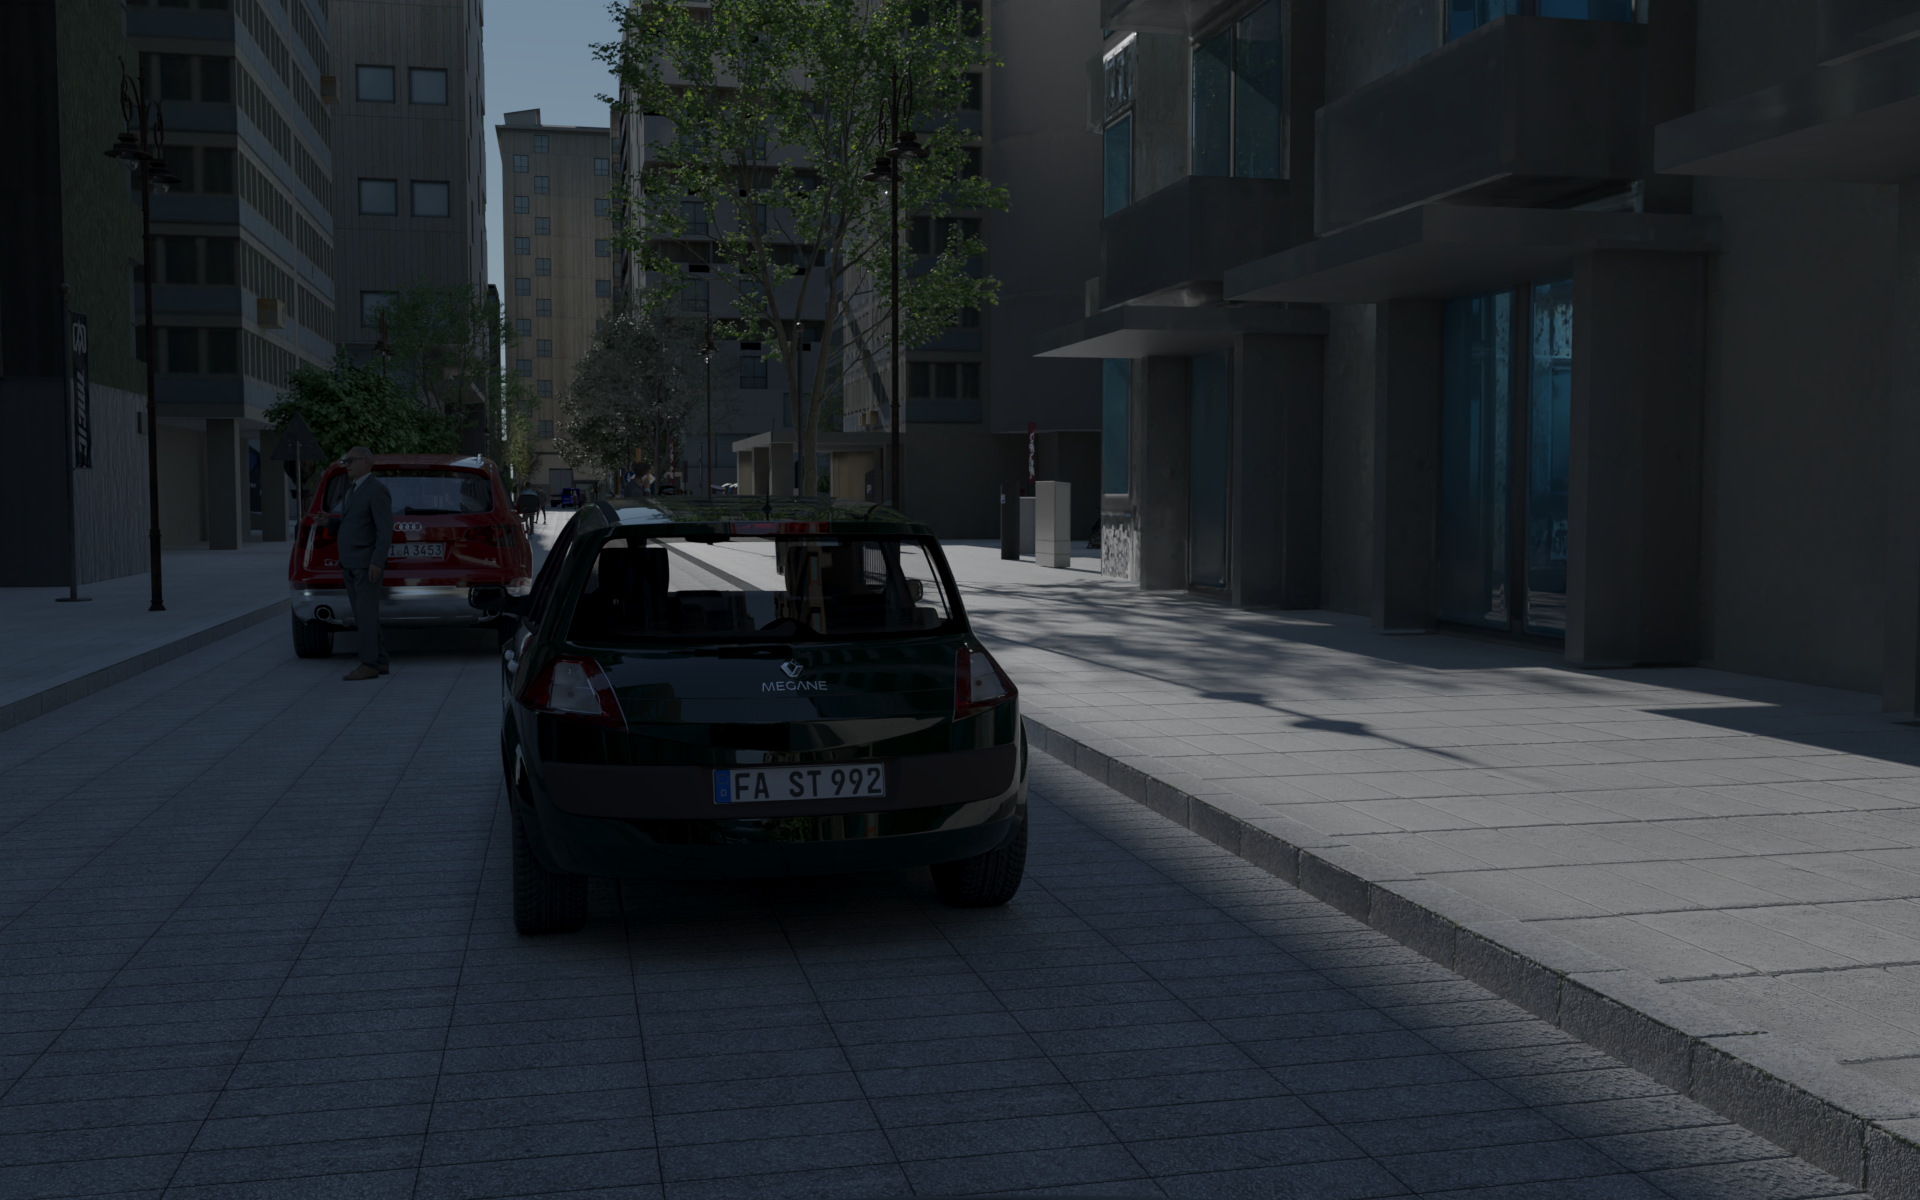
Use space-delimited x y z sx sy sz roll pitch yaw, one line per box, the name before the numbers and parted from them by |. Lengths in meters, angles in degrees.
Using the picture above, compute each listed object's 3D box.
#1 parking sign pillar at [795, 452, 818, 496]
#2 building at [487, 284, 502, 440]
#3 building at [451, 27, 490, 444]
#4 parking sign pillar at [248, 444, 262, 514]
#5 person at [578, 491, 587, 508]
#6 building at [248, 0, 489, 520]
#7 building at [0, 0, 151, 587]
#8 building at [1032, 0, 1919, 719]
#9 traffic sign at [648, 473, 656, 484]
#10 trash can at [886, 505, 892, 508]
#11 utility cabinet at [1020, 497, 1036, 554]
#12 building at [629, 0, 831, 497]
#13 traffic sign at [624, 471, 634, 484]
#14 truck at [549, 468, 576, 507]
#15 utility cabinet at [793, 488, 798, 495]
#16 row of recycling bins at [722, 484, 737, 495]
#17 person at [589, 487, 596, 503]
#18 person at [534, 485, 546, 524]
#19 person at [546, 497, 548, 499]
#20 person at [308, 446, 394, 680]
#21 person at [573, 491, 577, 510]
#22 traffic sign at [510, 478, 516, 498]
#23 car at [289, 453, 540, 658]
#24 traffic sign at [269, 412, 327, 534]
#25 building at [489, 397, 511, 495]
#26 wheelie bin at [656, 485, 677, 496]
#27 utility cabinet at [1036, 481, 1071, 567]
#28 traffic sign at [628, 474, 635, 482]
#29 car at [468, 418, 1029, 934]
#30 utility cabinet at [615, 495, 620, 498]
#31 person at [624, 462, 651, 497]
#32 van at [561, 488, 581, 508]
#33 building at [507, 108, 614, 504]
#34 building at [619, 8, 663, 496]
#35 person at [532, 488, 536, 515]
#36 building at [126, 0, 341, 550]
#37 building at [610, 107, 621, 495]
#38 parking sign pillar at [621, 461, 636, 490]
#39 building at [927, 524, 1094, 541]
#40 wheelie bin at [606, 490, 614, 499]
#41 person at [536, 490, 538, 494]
parking sign pillar | -8.839 -6.796 99.586 1.447 3.967 1.447 0 4 -1
building | -69.928 -28.426 236.464 14.107 30.474 14.160 -1 4 -13
building | -41.268 -26.890 123.240 14.154 41.232 14.086 -1 4 -13
parking sign pillar | -32.963 -5.611 80.209 1.447 3.967 1.447 1 4 9
person | -34.926 -9.247 160.235 0.990 1.755 0.434 2 4 25
building | -40.057 -30.853 93.688 28.713 52.752 27.495 -1 4 -13
building | -18.649 -15.153 19.448 14.160 30.474 14.107 -1 4 -13
building | 14.336 -24.200 15.273 23.786 49.044 30.456 -1 4 -13
traffic sign | -12.479 -3.985 68.796 0.795 2.450 0.064 -1 4 -13
trash can | -1.194 -0.661 22.469 0.748 1.137 0.748 0 3 0
utility cabinet | 1.438 -1.586 37.100 1.020 1.237 0.306 -1 4 -13
building | -11.500 -33.373 134.880 28.713 52.752 27.495 -1 4 -13
traffic sign | -18.330 -5.891 96.419 0.768 2.556 0.104 0 4 -6
truck | -44.207 -12.449 192.459 2.839 4.237 11.283 -1 4 -11
utility cabinet | -6.710 -3.625 67.949 1.173 1.500 0.318 -1 4 -17
row of recycling bins | -8.654 -3.737 68.216 1.069 1.692 3.534 -2 4 -24
person | -25.903 -6.999 122.299 0.648 1.900 0.474 2 4 27
person | -20.175 -4.580 83.166 0.755 1.850 0.659 2 4 34
person | -39.832 -9.554 164.705 1.348 1.824 0.705 0 4 4
person | -4.724 -0.295 13.507 0.661 1.801 0.590 3 5 43
person | -34.879 -9.059 157.337 0.721 1.736 1.217 -1 4 -12
traffic sign | -35.458 -8.362 136.822 0.768 2.556 0.104 -1 4 -10
car | -5.237 -0.500 16.845 2.281 1.827 5.304 -1 4 -15
traffic sign | -10.455 -1.674 27.376 0.884 2.594 0.081 0 4 -5
building | -69.825 -54.508 203.884 31.000 86.520 22.319 -1 4 -13
wheelie bin | -9.813 -3.087 58.380 0.980 1.594 0.693 -2 4 -27
utility cabinet | 1.638 -1.327 30.372 0.318 1.500 1.173 -1 4 -13
traffic sign | -14.260 -4.461 76.581 0.795 2.450 0.064 -1 4 -13
car | -1.004 0.160 7.178 2.009 1.686 4.222 -1 4 -15
utility cabinet | -27.735 -7.854 139.568 1.020 1.237 0.306 -3 4 -39
person | -4.160 -0.871 22.555 0.447 1.846 0.655 -2 4 -25
van | -39.040 -10.377 174.041 2.240 2.365 5.245 -1 4 -11
building | -51.053 -40.202 246.541 27.495 52.752 28.713 -1 4 -13
building | -22.072 -33.405 169.876 21.300 48.544 21.600 -1 4 -13
person | -29.582 -6.816 120.041 0.679 1.850 0.850 2 4 26
building | -29.568 -21.602 45.070 23.993 40.220 32.217 -1 4 -13
building | -30.415 -30.779 186.834 14.154 41.232 14.086 -1 4 -13
parking sign pillar | -22.193 -7.851 116.832 1.447 3.967 1.447 1 4 19
building | 9.276 -22.236 55.436 32.217 40.220 23.993 -1 4 -13
wheelie bin | -27.784 -7.936 137.656 0.693 1.594 0.980 -1 4 -16
person | -39.052 -9.246 159.757 0.705 1.814 1.350 -3 4 -37
